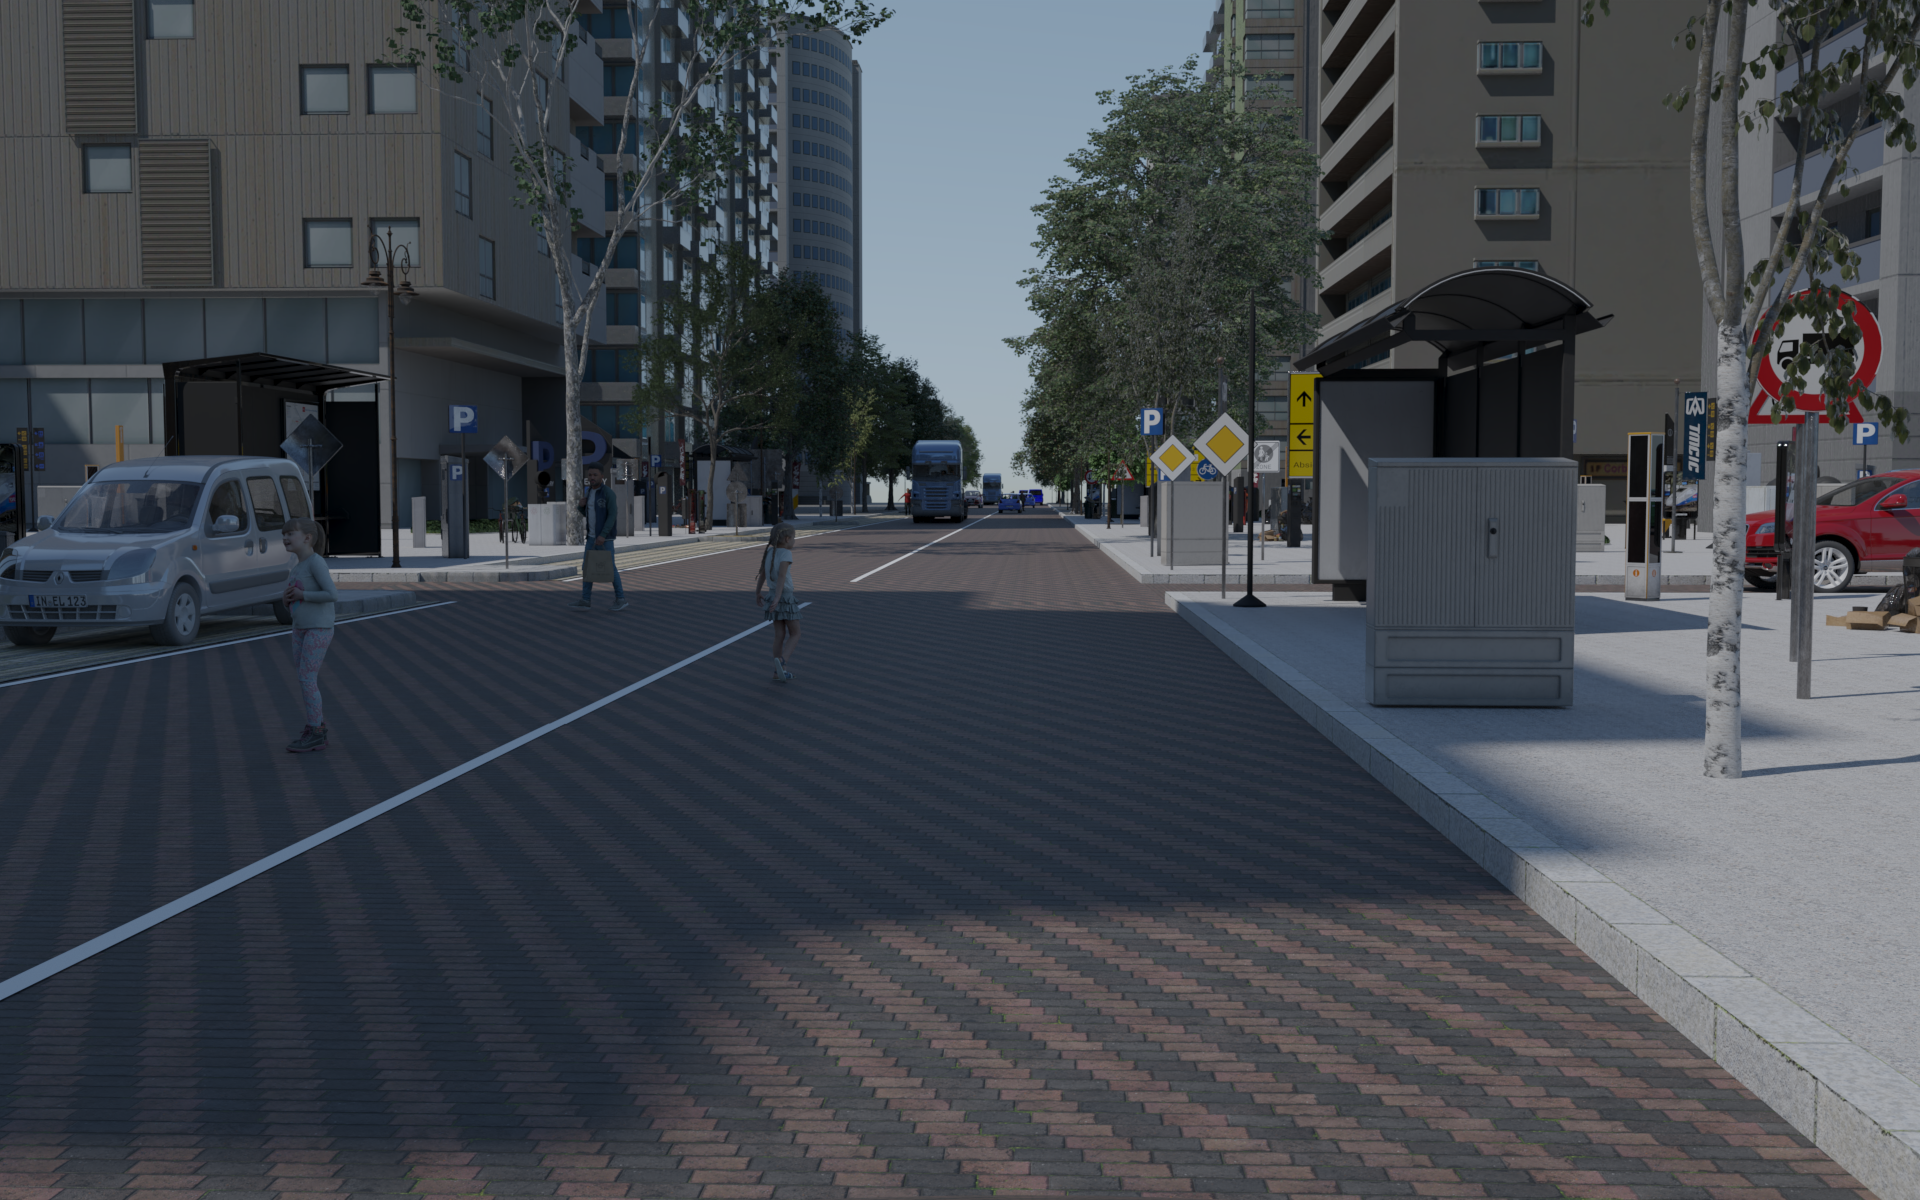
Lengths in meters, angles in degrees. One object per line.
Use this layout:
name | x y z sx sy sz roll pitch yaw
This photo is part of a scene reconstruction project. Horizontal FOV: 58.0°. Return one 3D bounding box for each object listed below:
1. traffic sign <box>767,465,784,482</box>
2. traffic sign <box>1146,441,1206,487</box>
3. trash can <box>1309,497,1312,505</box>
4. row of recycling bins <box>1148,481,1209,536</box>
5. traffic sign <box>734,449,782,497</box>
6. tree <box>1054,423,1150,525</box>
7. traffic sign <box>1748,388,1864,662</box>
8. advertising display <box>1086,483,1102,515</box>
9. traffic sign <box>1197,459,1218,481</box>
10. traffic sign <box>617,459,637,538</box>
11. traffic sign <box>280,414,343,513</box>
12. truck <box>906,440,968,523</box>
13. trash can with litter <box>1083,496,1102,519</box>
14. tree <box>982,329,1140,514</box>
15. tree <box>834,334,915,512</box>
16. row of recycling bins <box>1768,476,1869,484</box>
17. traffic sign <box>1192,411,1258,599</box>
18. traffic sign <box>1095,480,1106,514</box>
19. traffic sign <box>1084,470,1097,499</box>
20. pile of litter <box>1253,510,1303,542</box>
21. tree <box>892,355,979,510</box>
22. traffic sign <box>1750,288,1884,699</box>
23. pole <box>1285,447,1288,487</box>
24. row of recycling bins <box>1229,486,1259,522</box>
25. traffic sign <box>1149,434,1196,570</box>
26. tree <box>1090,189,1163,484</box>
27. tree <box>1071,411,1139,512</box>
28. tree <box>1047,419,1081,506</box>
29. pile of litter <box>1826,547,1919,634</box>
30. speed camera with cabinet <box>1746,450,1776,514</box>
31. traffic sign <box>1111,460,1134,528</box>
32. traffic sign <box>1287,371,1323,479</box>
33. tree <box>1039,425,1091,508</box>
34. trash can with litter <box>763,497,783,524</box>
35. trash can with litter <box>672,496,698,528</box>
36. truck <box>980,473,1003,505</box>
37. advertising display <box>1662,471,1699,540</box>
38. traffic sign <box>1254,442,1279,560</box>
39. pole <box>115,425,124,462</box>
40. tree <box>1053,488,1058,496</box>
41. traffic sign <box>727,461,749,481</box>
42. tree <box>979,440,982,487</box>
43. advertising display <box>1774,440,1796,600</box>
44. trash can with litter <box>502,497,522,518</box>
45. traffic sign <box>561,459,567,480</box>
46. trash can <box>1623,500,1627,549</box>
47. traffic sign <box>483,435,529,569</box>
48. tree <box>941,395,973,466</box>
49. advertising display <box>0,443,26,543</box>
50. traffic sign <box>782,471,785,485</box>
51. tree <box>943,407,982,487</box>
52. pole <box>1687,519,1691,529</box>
traffic sign | -8.040 -4.615 75.554 0.768 2.556 0.104 0 4 3
traffic sign | 8.147 -4.376 65.427 2.265 3.308 0.079 0 4 6
trash can | 16.978 -4.336 82.542 0.748 1.137 0.748 0 3 0
row of recycling bins | 7.010 -2.897 54.471 1.069 1.692 3.534 3 4 38
traffic sign | -9.174 -5.185 78.654 2.265 3.308 0.079 1 4 10
tree | 6.795 -5.451 72.830 4.285 4.588 4.351 0 3 0
traffic sign | 6.378 -0.805 13.172 0.884 2.594 0.081 0 4 6
advertising display | 7.214 -5.378 93.138 0.974 1.923 0.123 3 5 40
traffic sign | 8.831 -3.774 61.803 0.768 2.556 0.104 1 4 8
traffic sign | -9.708 -2.959 50.502 0.606 2.300 0.079 0 4 3
traffic sign | -8.106 -1.102 21.665 0.795 2.450 0.064 0 4 2
truck | -0.950 -6.301 92.779 2.967 4.110 18.799 0 4 1
trash can with litter | 6.816 -4.727 88.668 1.055 1.170 0.624 3 5 43
tree | 7.633 -11.872 111.117 9.611 12.733 9.660 0 3 0
tree | -6.830 -12.519 122.816 7.486 12.596 7.792 0 3 0
row of recycling bins | 20.431 -2.004 39.883 3.534 1.692 1.069 1 4 9
traffic sign | 3.227 -1.071 21.161 0.795 2.450 0.064 0 4 2
traffic sign | 7.325 -5.546 90.681 0.884 2.594 0.081 1 4 9
traffic sign | 6.835 -5.494 89.934 0.768 2.556 0.104 0 4 5
pile of litter | 8.651 -2.034 47.228 1.719 0.858 1.176 -2 4 -24
tree | -5.470 -13.584 139.108 9.611 12.733 9.660 0 3 0
traffic sign | 5.286 -0.652 10.774 0.768 2.556 0.104 1 4 11
pole | 14.062 -4.929 74.428 0.158 3.312 0.155 0 3 0
row of recycling bins | 12.773 -4.520 81.022 1.069 1.692 3.534 3 5 43
traffic sign | 3.569 -1.559 29.139 0.795 2.450 0.064 0 4 2
tree | 4.813 -5.515 40.533 4.360 8.622 3.978 0 3 0
tree | 9.252 -12.024 122.345 9.928 11.665 9.643 0 3 0
tree | 10.023 -13.076 148.211 7.601 10.594 8.767 2 4 33
pile of litter | 8.945 -0.145 16.329 1.176 0.858 1.719 0 4 2
speed camera with cabinet | 16.633 -2.559 36.170 0.660 3.252 2.038 0 4 0
traffic sign | 6.148 -4.001 65.428 0.884 2.594 0.081 1 4 12
traffic sign | 6.550 -2.125 28.616 2.265 3.308 0.079 1 4 10
tree | 10.393 -14.831 160.612 7.486 12.596 7.792 0 3 0
trash can with litter | -8.059 -3.830 74.000 0.624 1.170 1.055 2 4 34
trash can with litter | -10.376 -3.343 65.721 1.678 1.210 2.233 -1 4 -17
truck | 4.515 -14.664 229.508 2.967 4.110 18.799 0 4 3
advertising display | 20.122 -2.641 48.400 0.974 1.923 0.123 0 4 2
traffic sign | 5.859 -1.916 33.463 0.606 2.300 0.079 1 4 9
pole | -24.950 -3.526 51.493 0.158 3.312 0.155 0 3 0
tree | 14.723 -18.785 257.494 4.737 8.622 4.395 0 3 0
traffic sign | -8.871 -4.224 69.066 0.884 2.594 0.081 0 4 5
tree | -4.078 -15.163 164.917 9.611 12.733 9.660 0 3 0
advertising display | 10.171 -0.977 21.184 0.123 1.923 0.974 3 5 41
trash can with litter | -16.414 -3.135 62.647 0.624 1.170 1.055 3 4 38
traffic sign | -11.222 -2.934 50.099 0.606 2.300 0.079 0 4 4
trash can | 15.130 -1.645 38.542 0.748 1.137 0.748 0 3 0
traffic sign | -7.764 -1.590 29.643 0.795 2.450 0.064 0 4 2
tree | -3.598 -17.665 199.191 12.009 13.543 11.850 0 3 0
advertising display | -12.310 -1.029 22.036 0.974 1.923 0.123 1 4 18
traffic sign | -9.455 -5.730 93.791 0.768 2.556 0.104 0 4 8
tree | -2.214 -18.630 222.725 7.486 12.596 7.792 0 3 0
pole | 26.832 -4.279 63.802 0.158 3.312 0.155 0 3 0
